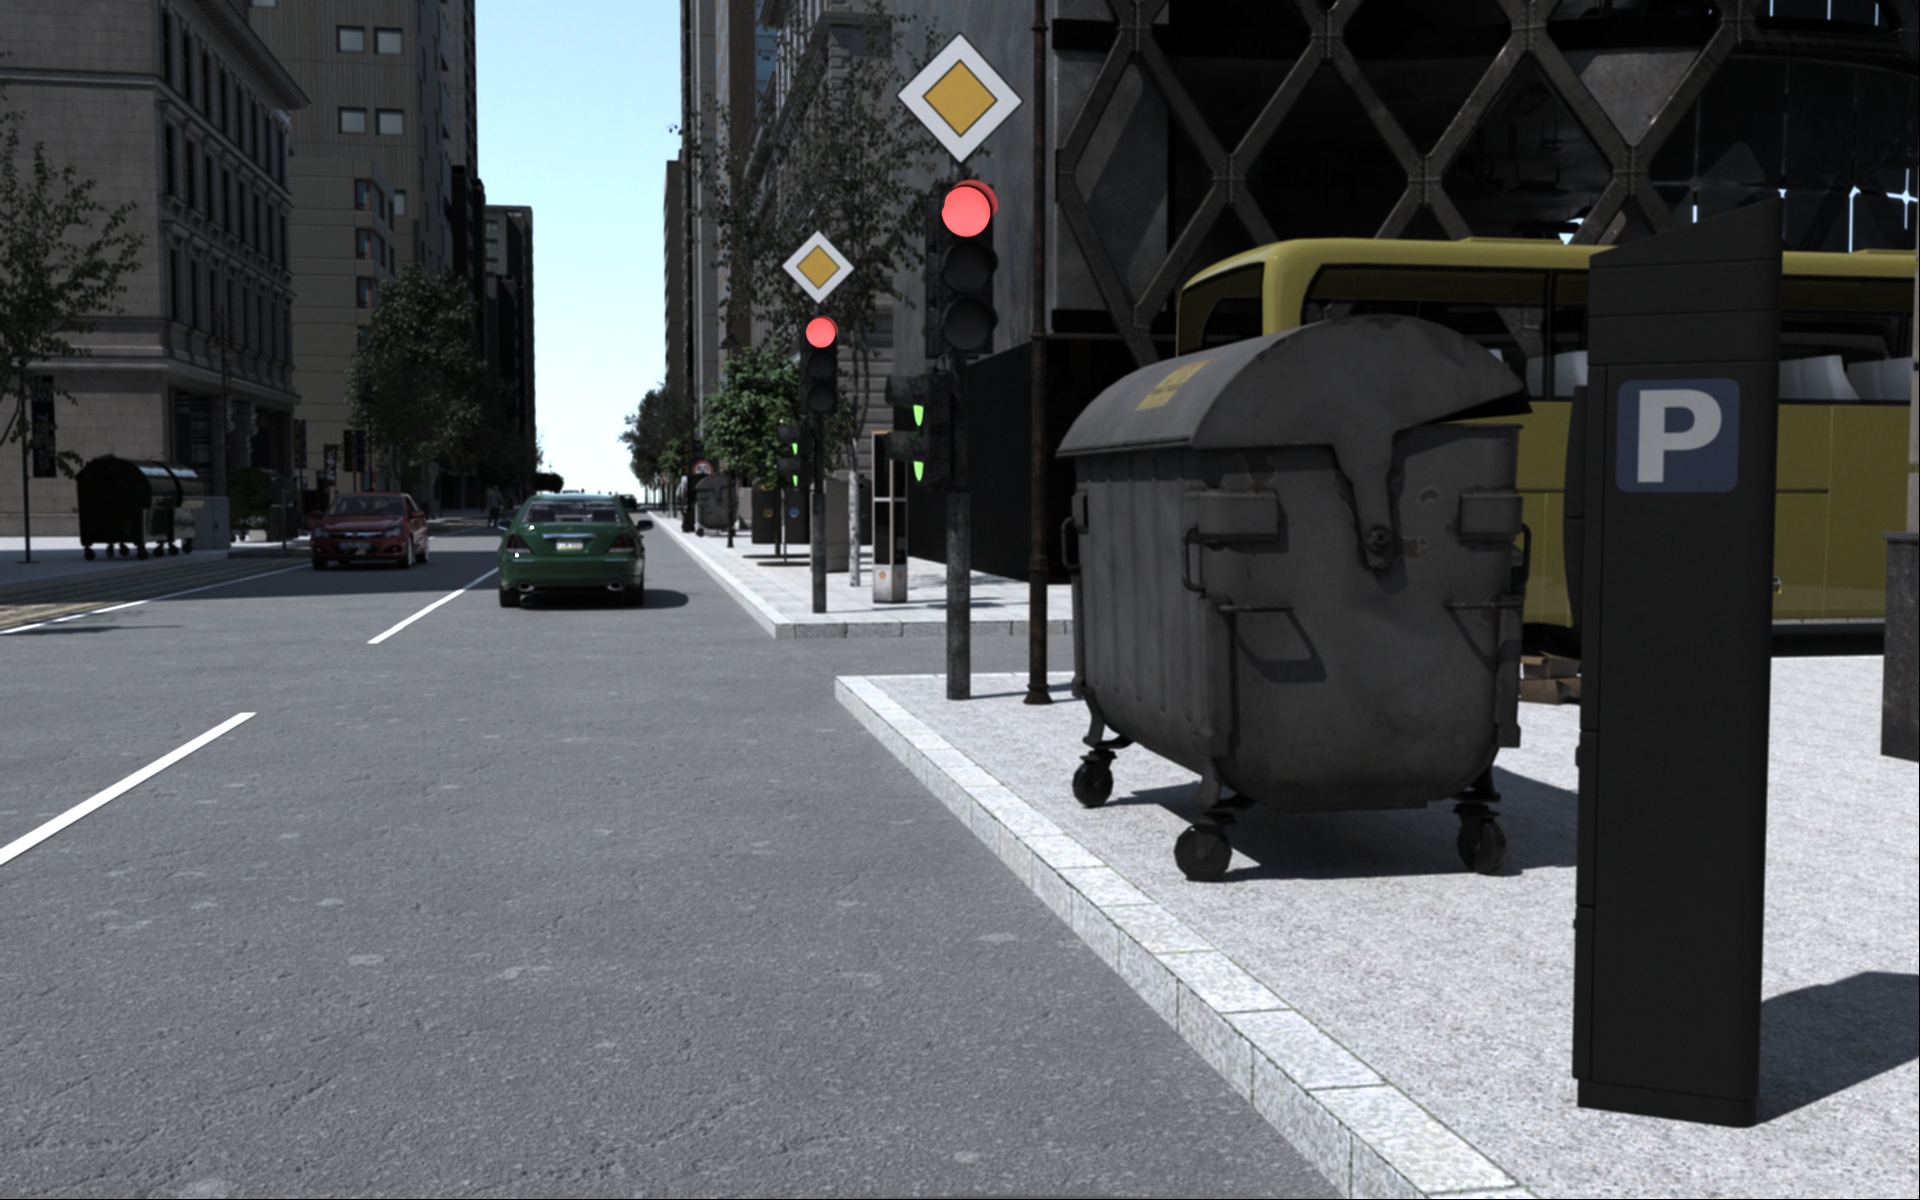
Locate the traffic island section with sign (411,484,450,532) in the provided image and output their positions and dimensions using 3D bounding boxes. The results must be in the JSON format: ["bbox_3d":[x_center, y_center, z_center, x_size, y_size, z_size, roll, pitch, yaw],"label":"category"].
[{"bbox_3d":[-20.486,-3.498,65.824,1.989,1.847,2.006,-1,4,-11],"label":"traffic island section with sign"}]

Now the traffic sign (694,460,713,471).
[{"bbox_3d":[-9.702,-3.996,65.440,0.768,2.556,0.104,0,4,-2],"label":"traffic sign"}]

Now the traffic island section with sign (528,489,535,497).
[{"bbox_3d":[-35.012,-8.129,141.530,1.989,1.847,2.006,-1,4,-11],"label":"traffic island section with sign"}]

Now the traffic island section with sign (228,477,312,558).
[{"bbox_3d":[-15.397,-1.879,39.351,1.989,1.847,2.006,-1,4,-11],"label":"traffic island section with sign"}]

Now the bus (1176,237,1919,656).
[{"bbox_3d":[8.262,-1.521,16.421,12.252,3.916,2.896,-1,4,-11],"label":"bus"}]

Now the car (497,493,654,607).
[{"bbox_3d":[-5.225,-0.716,23.502,2.131,1.459,4.920,-1,4,-11],"label":"car"}]

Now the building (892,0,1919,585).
[{"bbox_3d":[8.334,-9.971,30.480,16.811,18.784,16.820,-1,4,-11],"label":"building"}]

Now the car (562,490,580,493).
[{"bbox_3d":[-34.403,-8.839,153.188,2.281,1.827,5.304,-1,4,-12],"label":"car"}]

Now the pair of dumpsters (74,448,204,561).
[{"bbox_3d":[-16.725,-2.007,35.316,1.574,2.255,4.437,-1,4,-11],"label":"pair of dumpsters"}]

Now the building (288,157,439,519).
[{"bbox_3d":[-46.569,-15.675,101.326,27.650,21.520,28.899,-1,4,-11],"label":"building"}]

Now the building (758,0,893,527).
[{"bbox_3d":[-0.763,-14.183,60.763,11.050,23.489,19.941,-1,4,-11],"label":"building"}]

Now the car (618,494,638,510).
[{"bbox_3d":[-29.749,-8.850,154.481,2.009,1.686,4.222,-1,4,-13],"label":"car"}]

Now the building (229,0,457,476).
[{"bbox_3d":[-52.527,-32.945,127.889,28.713,52.752,27.495,-1,4,-11],"label":"building"}]

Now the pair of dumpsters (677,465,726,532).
[{"bbox_3d":[-8.997,-3.535,60.293,1.574,2.255,4.437,-1,4,-11],"label":"pair of dumpsters"}]

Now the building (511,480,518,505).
[{"bbox_3d":[-69.229,-31.286,203.407,32.217,40.220,23.993,-1,4,-11],"label":"building"}]

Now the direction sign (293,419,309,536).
[{"bbox_3d":[-20.051,-3.712,52.693,0.379,3.537,0.876,0,4,1],"label":"direction sign"}]

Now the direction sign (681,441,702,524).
[{"bbox_3d":[-11.374,-4.980,73.421,0.876,3.537,0.379,-2,4,-24],"label":"direction sign"}]

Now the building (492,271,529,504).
[{"bbox_3d":[-63.623,-27.672,224.137,14.160,30.474,14.107,-1,4,-11],"label":"building"}]

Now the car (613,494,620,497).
[{"bbox_3d":[-37.112,-10.885,188.196,2.015,1.641,3.980,-1,4,-11],"label":"car"}]

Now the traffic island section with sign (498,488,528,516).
[{"bbox_3d":[-29.934,-6.509,115.056,1.989,1.847,2.006,-1,4,-11],"label":"traffic island section with sign"}]

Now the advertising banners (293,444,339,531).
[{"bbox_3d":[-22.721,-3.934,60.503,2.074,3.025,0.090,-2,4,-35],"label":"advertising banners"}]

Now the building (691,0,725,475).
[{"bbox_3d":[-9.237,-35.844,128.045,21.231,58.520,28.212,-1,4,-11],"label":"building"}]

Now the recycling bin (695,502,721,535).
[{"bbox_3d":[-7.852,-2.539,54.060,0.722,1.027,0.722,0,4,-1],"label":"recycling bin"}]

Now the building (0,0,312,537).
[{"bbox_3d":[-28.565,-12.316,52.276,10.553,20.767,40.483,-1,4,-11],"label":"building"}]

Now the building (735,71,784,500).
[{"bbox_3d":[-3.279,-14.733,82.687,13.314,21.916,24.055,-1,4,-11],"label":"building"}]

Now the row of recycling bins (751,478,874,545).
[{"bbox_3d":[-3.724,-2.272,44.254,3.534,1.692,1.069,1,4,21],"label":"row of recycling bins"}]

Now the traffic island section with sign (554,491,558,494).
[{"bbox_3d":[-45.435,-11.445,195.757,1.989,1.847,2.006,-1,4,-11],"label":"traffic island section with sign"}]

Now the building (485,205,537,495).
[{"bbox_3d":[-65.888,-33.890,237.702,14.154,41.232,14.086,-1,4,-11],"label":"building"}]

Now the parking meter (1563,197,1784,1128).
[{"bbox_3d":[1.474,0.128,3.622,0.399,1.863,0.255,2,4,23],"label":"parking meter"}]

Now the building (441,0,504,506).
[{"bbox_3d":[-59.112,-45.447,181.312,20.563,71.187,20.611,-1,4,-11],"label":"building"}]

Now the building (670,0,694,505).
[{"bbox_3d":[-26.717,-47.759,219.106,20.563,71.187,20.611,-1,4,-11],"label":"building"}]

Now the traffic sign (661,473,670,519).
[{"bbox_3d":[-15.258,-5.544,90.756,0.768,2.556,0.104,0,4,-6],"label":"traffic sign"}]

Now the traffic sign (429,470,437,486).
[{"bbox_3d":[-27.719,-5.525,90.438,0.768,2.556,0.104,0,4,-2],"label":"traffic sign"}]

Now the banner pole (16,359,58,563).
[{"bbox_3d":[-17.157,-2.578,32.171,0.863,3.779,0.401,1,4,8],"label":"banner pole"}]

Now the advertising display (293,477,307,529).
[{"bbox_3d":[-24.468,-3.613,64.290,0.123,1.923,0.974,0,4,2],"label":"advertising display"}]

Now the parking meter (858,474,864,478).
[{"bbox_3d":[-2.950,-2.693,49.746,0.255,1.863,0.399,3,4,36],"label":"parking meter"}]

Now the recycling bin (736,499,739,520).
[{"bbox_3d":[-11.123,-4.447,85.264,0.722,1.027,0.722,-3,5,-39],"label":"recycling bin"}]

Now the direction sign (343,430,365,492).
[{"bbox_3d":[-21.396,-4.234,61.225,0.876,3.537,0.379,1,4,21],"label":"direction sign"}]

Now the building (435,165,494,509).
[{"bbox_3d":[-48.843,-23.181,150.708,14.160,30.474,14.107,-1,4,-11],"label":"building"}]

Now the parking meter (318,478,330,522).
[{"bbox_3d":[-23.351,-3.540,63.586,0.255,1.863,0.399,1,4,12],"label":"parking meter"}]

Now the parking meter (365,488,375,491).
[{"bbox_3d":[-23.767,-3.753,69.766,0.372,1.533,0.369,0,3,0],"label":"parking meter"}]

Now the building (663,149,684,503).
[{"bbox_3d":[-29.974,-37.732,240.623,21.300,48.544,21.600,-1,4,-11],"label":"building"}]

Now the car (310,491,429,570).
[{"bbox_3d":[-11.650,-1.546,34.312,2.155,1.783,4.494,-1,4,-11],"label":"car"}]

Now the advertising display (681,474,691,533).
[{"bbox_3d":[-9.087,-3.193,57.424,0.123,1.923,0.974,-1,4,-21],"label":"advertising display"}]

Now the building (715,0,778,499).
[{"bbox_3d":[-7.647,-27.919,106.580,14.600,45.320,14.200,-1,4,-11],"label":"building"}]
